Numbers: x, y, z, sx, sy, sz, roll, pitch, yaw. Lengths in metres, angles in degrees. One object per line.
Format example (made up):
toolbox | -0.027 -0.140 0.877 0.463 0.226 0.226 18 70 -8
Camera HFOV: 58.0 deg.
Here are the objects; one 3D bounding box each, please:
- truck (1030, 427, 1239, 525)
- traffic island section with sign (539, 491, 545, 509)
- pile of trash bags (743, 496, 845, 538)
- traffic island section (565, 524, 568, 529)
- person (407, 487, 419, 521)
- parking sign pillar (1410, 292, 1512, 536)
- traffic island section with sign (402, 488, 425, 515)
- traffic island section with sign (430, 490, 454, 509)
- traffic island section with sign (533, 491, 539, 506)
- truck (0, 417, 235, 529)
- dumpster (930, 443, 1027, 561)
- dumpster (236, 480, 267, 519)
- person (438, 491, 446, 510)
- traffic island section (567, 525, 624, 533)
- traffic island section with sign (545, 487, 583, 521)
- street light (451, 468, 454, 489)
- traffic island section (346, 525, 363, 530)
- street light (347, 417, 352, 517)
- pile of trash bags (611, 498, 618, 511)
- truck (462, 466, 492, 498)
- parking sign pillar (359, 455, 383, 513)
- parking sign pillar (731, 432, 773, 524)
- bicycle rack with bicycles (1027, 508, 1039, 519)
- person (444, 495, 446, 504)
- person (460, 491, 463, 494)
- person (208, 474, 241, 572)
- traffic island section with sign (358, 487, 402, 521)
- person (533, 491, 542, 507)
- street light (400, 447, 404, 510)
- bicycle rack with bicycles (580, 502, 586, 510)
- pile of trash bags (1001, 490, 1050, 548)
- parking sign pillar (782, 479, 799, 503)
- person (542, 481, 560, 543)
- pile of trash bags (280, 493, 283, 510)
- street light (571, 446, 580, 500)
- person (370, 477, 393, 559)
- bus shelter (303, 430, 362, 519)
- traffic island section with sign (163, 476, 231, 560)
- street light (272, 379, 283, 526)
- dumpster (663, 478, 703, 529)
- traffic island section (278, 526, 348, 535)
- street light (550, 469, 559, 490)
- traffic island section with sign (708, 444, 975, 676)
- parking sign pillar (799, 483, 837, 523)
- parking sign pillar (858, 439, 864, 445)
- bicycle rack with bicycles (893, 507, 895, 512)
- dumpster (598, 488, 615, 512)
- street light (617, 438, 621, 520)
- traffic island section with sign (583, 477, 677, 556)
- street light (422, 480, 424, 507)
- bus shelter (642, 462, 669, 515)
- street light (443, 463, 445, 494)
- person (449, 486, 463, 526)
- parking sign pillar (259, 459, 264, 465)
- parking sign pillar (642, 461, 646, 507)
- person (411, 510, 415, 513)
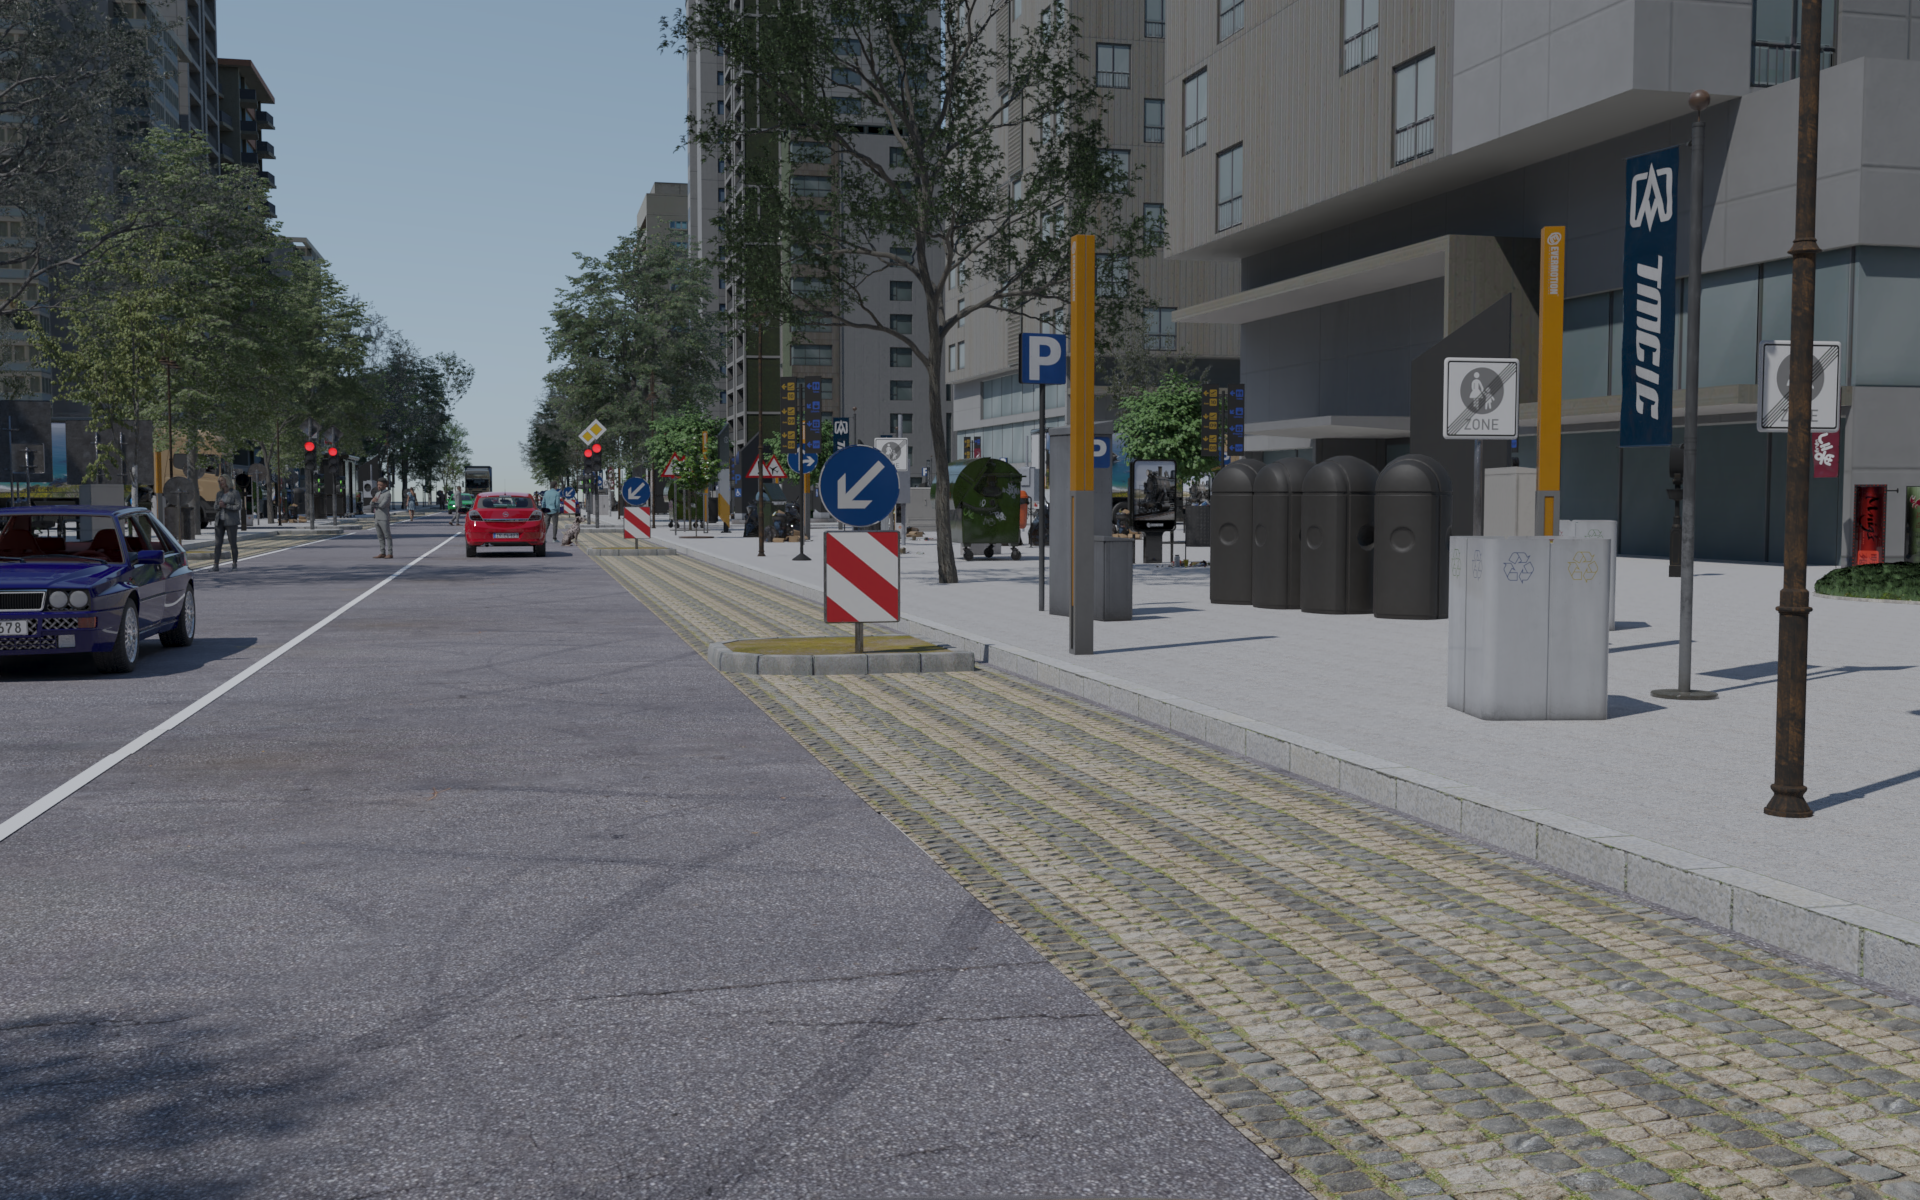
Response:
truck | 8.786 -5.272 75.103 11.283 4.237 2.839 -1 4 -13
traffic island section with sign | -28.081 -6.839 120.445 1.989 1.847 2.006 -1 4 -14
pile of trash bags | -4.879 -2.568 51.737 3.447 1.369 1.912 0 4 6
traffic island section | -15.519 -3.075 72.550 2.009 0.180 2.903 -1 4 -14
person | -28.762 -5.040 90.990 0.616 1.811 0.778 -1 4 -20
parking sign pillar | 6.840 -2.153 23.668 1.447 3.967 1.447 2 4 25
traffic island section with sign | -37.636 -6.713 118.388 1.989 1.847 2.006 -1 4 -14
traffic island section with sign | -49.897 -9.653 166.457 1.989 1.847 2.006 -1 4 -14
traffic island section with sign | -40.516 -9.824 169.254 1.989 1.847 2.006 -1 4 -14
truck | -32.326 -4.611 64.299 11.283 4.237 2.839 -1 4 -15
dumpster | 0.362 -1.917 33.841 1.502 2.255 1.985 -1 4 -14
dumpster | -36.410 -5.277 88.770 1.502 2.255 1.985 -1 4 -14
person | -47.172 -9.085 157.589 0.434 1.755 0.990 2 4 29
traffic island section | -13.547 -2.601 64.811 2.009 0.180 2.903 -1 4 -14
traffic island section with sign | -21.190 -5.184 93.385 1.989 1.847 2.006 -1 4 -14
street light | -74.189 -17.151 253.212 0.468 5.910 1.993 -1 4 -14
traffic island section | -25.300 -2.923 70.070 2.009 0.180 2.903 -1 4 -14
street light | -34.675 -7.682 98.387 0.468 5.910 1.993 -1 4 -14
pile of trash bags | -26.668 -7.334 129.656 1.912 1.369 3.447 2 4 32
truck | -48.231 -11.290 173.498 2.839 4.237 11.283 -1 4 -14
parking sign pillar | -40.647 -7.988 119.074 1.447 3.967 1.447 -1 4 -18
parking sign pillar | -9.070 -5.236 74.074 1.447 3.967 1.447 2 4 34
bicycle rack with bicycles | 3.809 -4.046 79.536 2.925 0.926 2.852 -3 4 -38
person | -47.756 -9.073 160.071 0.599 1.433 0.991 0 4 -2
person | -39.374 -7.820 136.454 0.694 1.812 0.767 -3 4 -38
person | -13.574 -1.429 32.048 0.537 1.800 0.526 1 4 16
traffic island section with sign | -30.961 -5.110 92.178 1.989 1.847 2.006 -1 4 -14
person | -37.735 -8.886 154.503 1.217 1.735 0.721 0 4 5
street light | -46.306 -10.463 143.850 0.468 5.910 1.993 -1 4 -14
bicycle rack with bicycles | -29.397 -7.724 139.674 2.925 0.926 2.852 -3 5 -40
pile of trash bags | 1.616 -2.024 42.839 1.912 1.369 3.447 0 4 6
parking sign pillar | -10.204 -7.189 106.019 1.447 3.967 1.447 0 4 7
person | -12.121 -2.612 51.228 0.660 1.820 0.620 1 4 18
pile of trash bags | -49.461 -7.116 126.092 1.912 1.369 3.447 -1 4 -17
street light | -32.134 -10.557 145.397 0.468 5.910 1.993 -1 4 -14
person | -12.866 -1.820 38.445 0.511 1.800 0.466 2 4 24
bus shelter | -33.514 -7.009 92.222 2.179 5.291 8.768 -1 4 -14
traffic island section with sign | -17.139 -1.795 37.973 1.989 1.847 2.006 -1 4 -14
street light | -27.413 -5.924 69.652 0.468 5.910 1.993 -1 4 -14
dumpster | -10.254 -3.810 64.787 1.502 2.255 1.985 -1 4 -14
traffic island section | -23.328 -2.450 62.332 2.009 0.180 2.903 -1 4 -14
street light | -56.697 -16.485 242.311 0.468 5.910 1.993 -1 4 -14
traffic island section with sign | -1.087 -0.364 14.572 1.989 1.847 2.006 -1 4 -14
parking sign pillar | -6.238 -5.465 77.831 1.447 3.967 1.447 -1 4 -20
parking sign pillar | -4.522 -5.957 85.874 1.447 3.967 1.447 2 4 32
bicycle rack with bicycles | -4.068 -5.013 95.351 2.852 0.926 2.925 1 4 10
dumpster | -25.941 -7.422 127.111 1.264 1.857 1.865 -1 4 -14
street light | -17.188 -6.996 87.165 0.468 5.910 1.993 -1 4 -14
traffic island section with sign | -7.773 -1.967 40.782 1.989 1.847 2.006 -1 4 -14
street light | -53.738 -12.261 173.246 0.468 5.910 1.993 -1 4 -14
bus shelter | -18.981 -8.098 110.041 2.179 5.291 8.768 -1 4 -14
street light | -66.801 -15.392 224.439 0.468 5.910 1.993 -1 4 -14
person | -22.620 -4.250 78.111 0.853 1.813 0.709 -3 4 -36
parking sign pillar | -52.980 -8.694 130.615 1.447 3.967 1.447 1 4 9
parking sign pillar | -21.660 -7.970 118.774 1.447 3.967 1.447 0 4 5
person | -40.993 -7.411 129.773 0.635 1.810 0.391 2 4 31
